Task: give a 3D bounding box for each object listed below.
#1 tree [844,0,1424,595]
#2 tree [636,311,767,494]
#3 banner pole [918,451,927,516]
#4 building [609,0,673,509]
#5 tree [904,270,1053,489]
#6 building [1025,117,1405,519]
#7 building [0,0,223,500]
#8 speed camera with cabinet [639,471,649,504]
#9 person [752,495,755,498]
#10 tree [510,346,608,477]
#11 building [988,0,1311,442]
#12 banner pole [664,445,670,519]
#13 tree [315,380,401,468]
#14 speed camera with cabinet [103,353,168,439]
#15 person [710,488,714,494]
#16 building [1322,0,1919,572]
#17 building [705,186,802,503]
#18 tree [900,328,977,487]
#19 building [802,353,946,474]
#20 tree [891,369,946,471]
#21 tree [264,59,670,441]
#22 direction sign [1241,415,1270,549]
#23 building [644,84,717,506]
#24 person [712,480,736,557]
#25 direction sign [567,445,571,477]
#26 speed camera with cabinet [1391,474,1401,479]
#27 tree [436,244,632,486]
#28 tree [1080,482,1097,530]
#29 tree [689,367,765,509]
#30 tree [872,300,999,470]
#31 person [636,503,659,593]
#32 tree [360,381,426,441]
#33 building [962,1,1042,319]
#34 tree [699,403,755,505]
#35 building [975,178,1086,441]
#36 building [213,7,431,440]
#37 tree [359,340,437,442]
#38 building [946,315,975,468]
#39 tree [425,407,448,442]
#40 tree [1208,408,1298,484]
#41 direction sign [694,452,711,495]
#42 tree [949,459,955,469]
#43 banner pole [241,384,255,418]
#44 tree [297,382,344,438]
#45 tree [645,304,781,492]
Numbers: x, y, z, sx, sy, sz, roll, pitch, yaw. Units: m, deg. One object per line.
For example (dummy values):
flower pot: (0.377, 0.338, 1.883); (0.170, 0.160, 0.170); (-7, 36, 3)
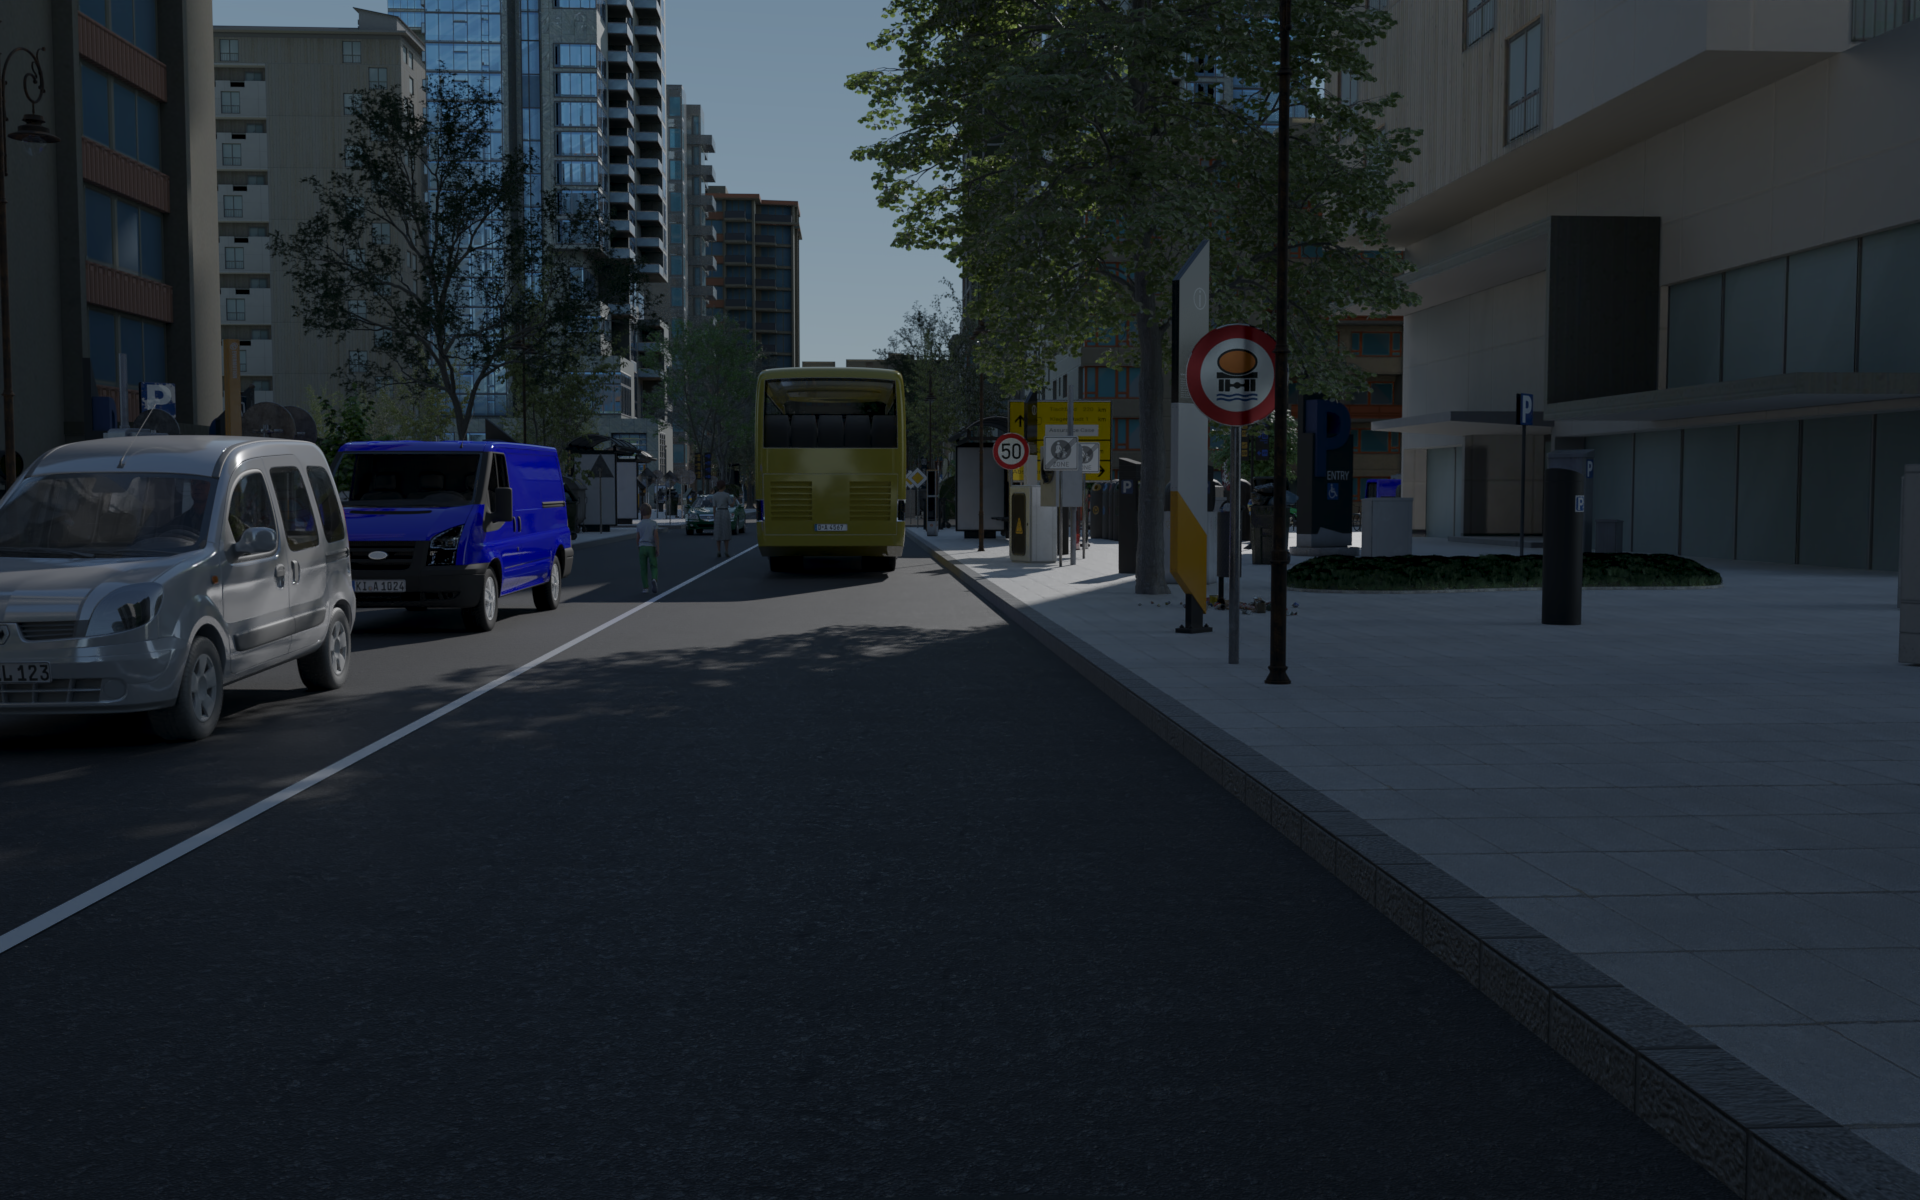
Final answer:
tree: (2.042, -6.351, 21.970); (7.486, 12.596, 7.792); (0, 3, 0)
tree: (-14.651, -10.624, 99.453); (9.928, 11.665, 9.643); (0, 3, 0)
banner pole: (-2.218, -6.803, 101.250); (0.863, 3.779, 0.401); (-3, 5, -44)
building: (-37.764, -51.822, 159.964); (22.319, 86.520, 31.000); (0, 4, -3)
tree: (0.630, -6.446, 55.751); (4.360, 8.622, 3.978); (0, 3, 0)
building: (19.437, -15.493, 98.347); (28.899, 21.520, 27.650); (0, 4, -3)
building: (-33.497, -23.746, 42.872); (28.867, 44.769, 22.147); (0, 4, -3)
speed camera with cabinet: (-26.882, -9.277, 146.012); (0.660, 3.252, 2.038); (1, 4, 13)
person: (-27.551, -13.413, 227.880); (0.705, 1.814, 1.350); (3, 4, 37)
tree: (-19.258, -8.179, 84.089); (4.360, 8.622, 3.978); (0, 3, 0)
building: (14.455, -50.121, 132.150); (22.319, 86.520, 31.000); (0, 4, -3)
banner pole: (-15.080, -6.049, 88.912); (0.401, 3.779, 0.863); (0, 4, -7)
tree: (-10.290, -2.136, 29.526); (1.663, 3.219, 1.824); (0, 3, 0)
speed camera with cabinet: (-11.085, -1.837, 24.374); (2.038, 3.252, 0.660); (2, 4, 24)
person: (-10.392, -3.862, 72.646); (0.512, 1.701, 0.522); (2, 4, 23)
building: (25.103, -27.520, 39.184); (28.713, 52.752, 27.495); (0, 4, -3)
building: (-37.214, -36.318, 248.423); (28.867, 44.769, 22.147); (0, 4, -3)
tree: (-0.947, -7.698, 76.219); (4.737, 8.622, 4.395); (0, 3, 0)
building: (-8.569, -25.007, 253.895); (28.899, 21.520, 27.650); (0, 4, -3)
tree: (-4.739, -13.090, 139.782); (9.928, 11.665, 9.643); (0, 3, 0)
tree: (-10.433, -6.259, 36.754); (8.767, 10.594, 7.601); (-1, 4, -14)
direction sign: (6.791, -2.952, 40.259); (0.876, 3.537, 0.379); (3, 5, 40)
building: (-44.023, -35.599, 201.650); (30.456, 49.044, 23.786); (0, 4, -3)
person: (-5.360, -1.855, 39.391); (0.480, 1.755, 0.524); (1, 4, 8)
direction sign: (-17.259, -5.217, 77.301); (0.876, 3.537, 0.379); (3, 5, 43)
speed camera with cabinet: (31.124, -7.762, 121.245); (2.038, 3.252, 0.660); (0, 4, 6)
tree: (-12.084, -6.145, 50.839); (4.737, 8.622, 4.395); (0, 3, 0)
tree: (4.435, -4.146, 62.380); (1.663, 3.219, 1.824); (0, 3, 0)
tree: (-18.588, -14.404, 152.507); (9.611, 12.733, 9.660); (0, 3, 0)
tree: (-1.539, -9.154, 84.074); (7.601, 10.594, 8.767); (-1, 4, -22)
person: (-4.489, -0.745, 24.930); (0.306, 1.304, 0.590); (-1, 4, -20)
tree: (-36.327, -9.653, 108.192); (4.360, 8.622, 3.978); (0, 3, 0)
building: (8.864, -46.925, 205.482); (20.563, 71.187, 20.611); (0, 4, -3)
tree: (-17.220, -10.827, 127.380); (4.360, 8.622, 3.978); (0, 3, 0)
building: (8.245, -23.753, 160.063); (14.160, 30.474, 14.107); (0, 4, -3)
building: (-72.754, -37.151, 196.665); (27.495, 52.752, 28.713); (0, 4, -3)
tree: (-23.873, -7.814, 78.128); (4.737, 8.622, 4.395); (0, 3, 0)
building: (13.382, -20.641, 182.520); (27.650, 21.520, 28.899); (0, 4, -3)
tree: (-43.123, -11.506, 138.477); (4.360, 8.622, 3.978); (0, 3, 0)
tree: (9.757, -4.397, 55.608); (4.285, 4.588, 4.351); (0, 3, 0)
direction sign: (-13.964, -6.244, 94.082); (0.876, 3.537, 0.379); (0, 4, -5)
tree: (0.729, -8.876, 128.833); (4.285, 4.588, 4.351); (0, 3, 0)
banner pole: (-16.148, -3.005, 39.150); (0.401, 3.779, 0.863); (2, 4, 28)
tree: (-42.251, -9.949, 113.022); (4.737, 8.622, 4.395); (0, 3, 0)
tree: (-15.372, -12.301, 111.483); (12.009, 13.543, 11.850); (0, 3, 0)
